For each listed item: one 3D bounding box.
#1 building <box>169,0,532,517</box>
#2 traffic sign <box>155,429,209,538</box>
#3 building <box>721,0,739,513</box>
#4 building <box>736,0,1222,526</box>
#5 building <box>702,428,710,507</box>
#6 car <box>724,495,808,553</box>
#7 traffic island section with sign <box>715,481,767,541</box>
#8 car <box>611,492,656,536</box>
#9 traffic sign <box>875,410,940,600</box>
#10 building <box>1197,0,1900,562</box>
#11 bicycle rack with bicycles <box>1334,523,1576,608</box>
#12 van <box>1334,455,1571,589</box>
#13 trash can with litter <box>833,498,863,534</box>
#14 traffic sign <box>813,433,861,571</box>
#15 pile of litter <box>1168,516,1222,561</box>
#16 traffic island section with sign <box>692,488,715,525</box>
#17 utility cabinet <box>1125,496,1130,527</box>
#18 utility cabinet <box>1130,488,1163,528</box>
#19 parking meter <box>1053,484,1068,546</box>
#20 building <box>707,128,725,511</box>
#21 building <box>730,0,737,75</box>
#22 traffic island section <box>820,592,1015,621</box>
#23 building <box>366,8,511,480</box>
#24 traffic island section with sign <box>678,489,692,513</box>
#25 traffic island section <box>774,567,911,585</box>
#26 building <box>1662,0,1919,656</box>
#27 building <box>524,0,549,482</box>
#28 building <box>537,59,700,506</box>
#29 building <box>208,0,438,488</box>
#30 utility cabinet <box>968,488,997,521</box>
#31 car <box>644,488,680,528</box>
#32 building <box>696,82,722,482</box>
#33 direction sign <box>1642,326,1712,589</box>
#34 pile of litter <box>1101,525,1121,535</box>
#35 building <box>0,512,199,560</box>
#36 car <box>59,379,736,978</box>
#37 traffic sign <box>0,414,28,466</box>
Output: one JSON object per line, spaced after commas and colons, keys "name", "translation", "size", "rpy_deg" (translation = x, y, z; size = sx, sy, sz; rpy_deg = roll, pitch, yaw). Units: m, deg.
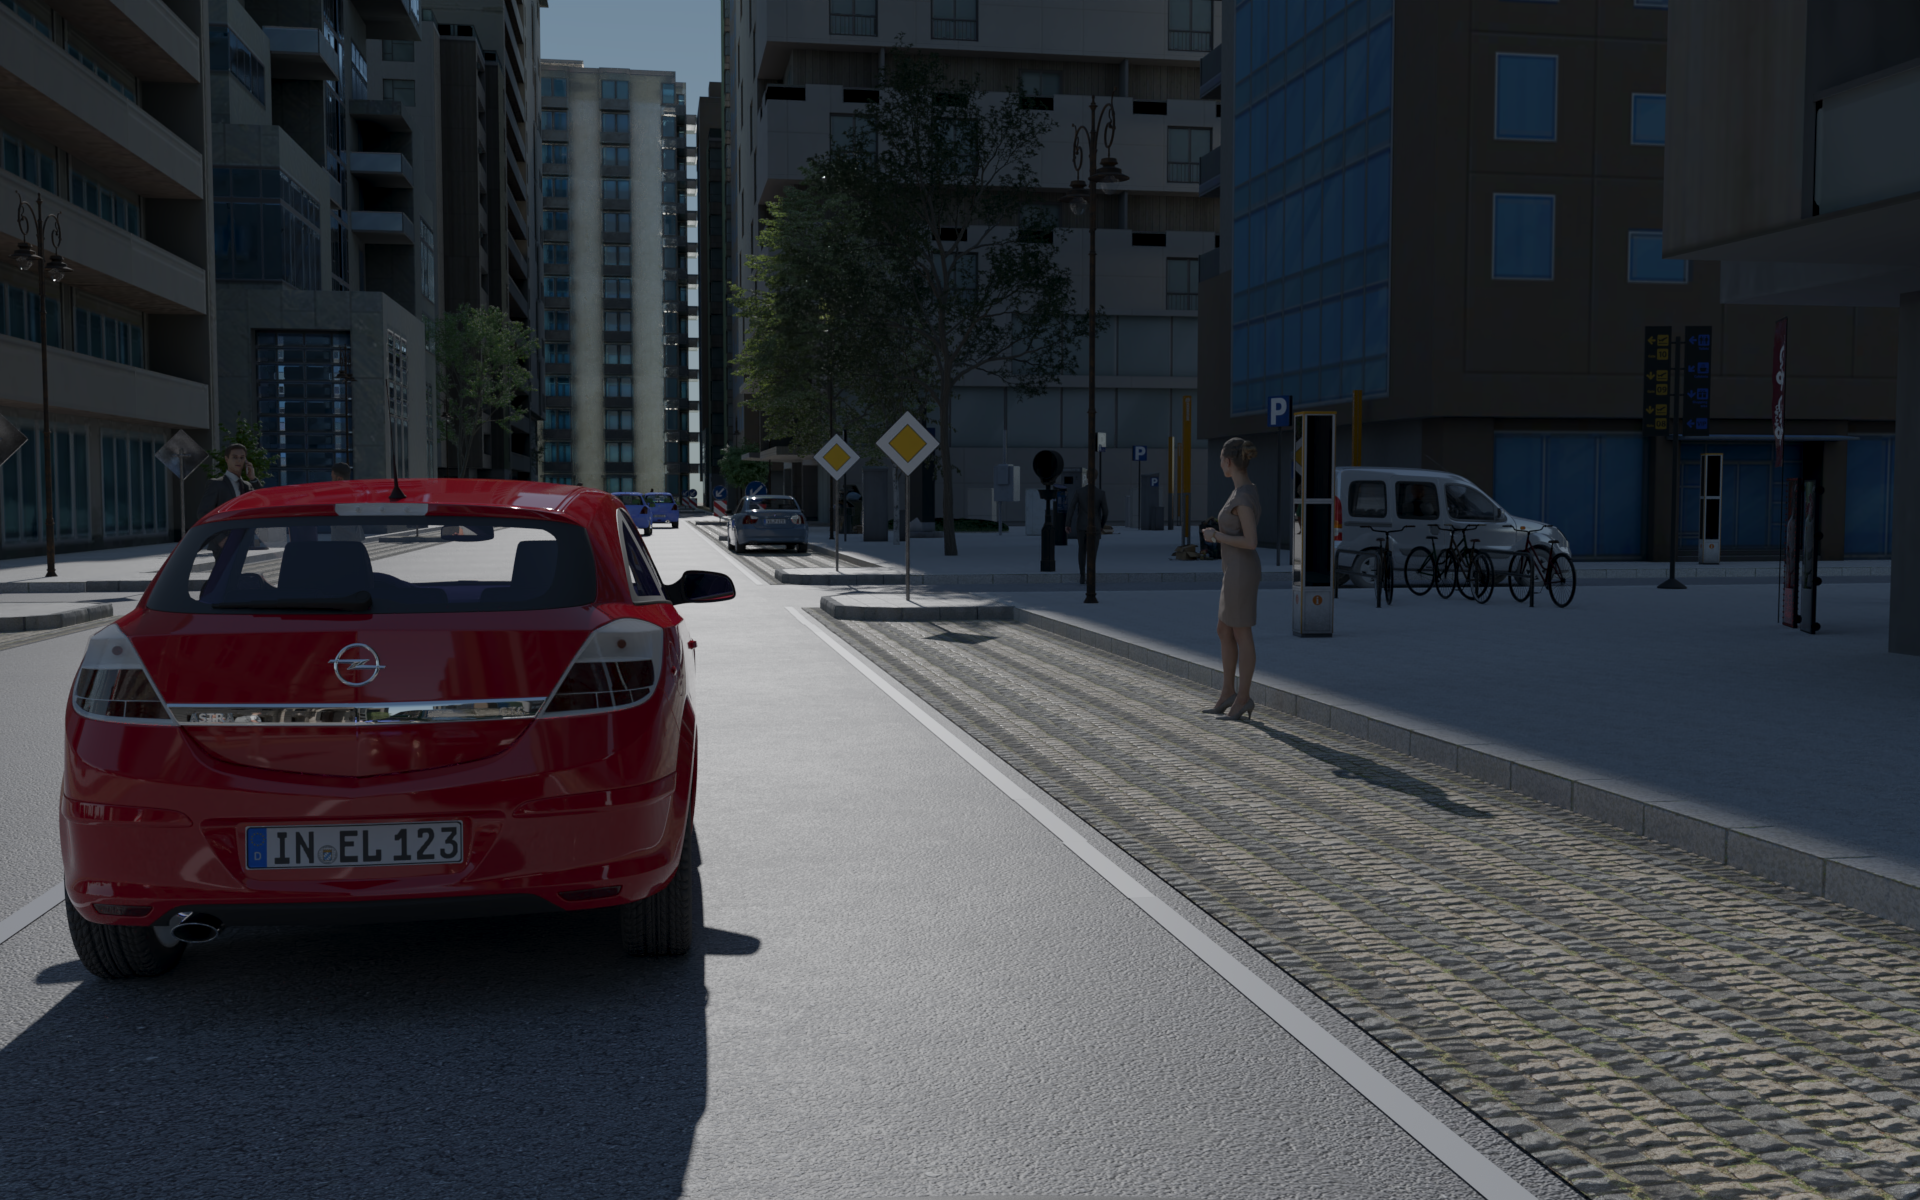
{"name": "building", "translation": [-42.471, -30.554, 123.258], "size": [21.300, 48.544, 21.600], "rpy_deg": [-1, 4, -10]}
{"name": "traffic sign", "translation": [-12.080, -1.424, 26.918], "size": [0.795, 2.450, 0.064], "rpy_deg": [-1, 4, -10]}
{"name": "building", "translation": [-10.366, -27.098, 126.641], "size": [14.154, 41.232, 14.086], "rpy_deg": [-1, 4, -10]}
{"name": "building", "translation": [3.617, -30.095, 81.295], "size": [28.713, 52.752, 27.495], "rpy_deg": [-1, 4, -10]}
{"name": "building", "translation": [-12.811, -52.003, 162.918], "size": [22.319, 86.520, 31.000], "rpy_deg": [-1, 4, -10]}
{"name": "car", "translation": [-4.817, -1.904, 43.139], "size": [2.014, 1.417, 4.499], "rpy_deg": [-1, 4, -11]}
{"name": "traffic island section with sign", "translation": [-6.421, -2.732, 53.302], "size": [1.989, 1.847, 2.006], "rpy_deg": [-1, 4, -10]}
{"name": "car", "translation": [-11.689, -3.135, 60.841], "size": [1.945, 1.707, 3.694], "rpy_deg": [-1, 4, -8]}
{"name": "traffic sign", "translation": [-0.632, -1.051, 20.831], "size": [0.795, 2.450, 0.064], "rpy_deg": [-1, 4, -10]}
{"name": "building", "translation": [14.319, -23.736, 38.203], "size": [14.200, 45.320, 14.600], "rpy_deg": [-1, 4, -10]}
{"name": "bicycle rack with bicycles", "translation": [5.679, -0.442, 20.614], "size": [2.852, 0.926, 2.925], "rpy_deg": [0, 4, -2]}
{"name": "van", "translation": [7.316, -1.204, 26.694], "size": [4.112, 2.044, 2.013], "rpy_deg": [-1, 4, -10]}
{"name": "trash can with litter", "translation": [-3.543, -2.706, 55.628], "size": [1.055, 1.170, 0.624], "rpy_deg": [-3, 5, -44]}
{"name": "traffic sign", "translation": [-2.042, -1.532, 28.691], "size": [0.795, 2.450, 0.064], "rpy_deg": [-1, 4, -10]}
{"name": "pile of litter", "translation": [4.653, -1.223, 33.968], "size": [1.719, 0.858, 1.176], "rpy_deg": [-3, 5, -42]}
{"name": "traffic island section with sign", "translation": [-11.223, -4.368, 80.038], "size": [1.989, 1.847, 2.006], "rpy_deg": [-1, 4, -10]}
{"name": "utility cabinet", "translation": [6.885, -3.394, 66.652], "size": [1.020, 1.237, 0.306], "rpy_deg": [-1, 4, -14]}
{"name": "utility cabinet", "translation": [6.962, -3.430, 64.756], "size": [1.173, 1.500, 0.318], "rpy_deg": [-1, 4, -11]}
{"name": "parking meter", "translation": [2.498, -2.125, 43.162], "size": [0.372, 1.533, 0.369], "rpy_deg": [0, 3, 0]}
{"name": "building", "translation": [-13.480, -22.583, 140.929], "size": [14.160, 30.474, 14.107], "rpy_deg": [-1, 4, -10]}
{"name": "building", "translation": [-7.494, -28.234, 111.744], "size": [14.600, 45.320, 14.200], "rpy_deg": [-1, 4, -10]}
{"name": "traffic island section", "translation": [-0.610, 0.084, 20.912], "size": [2.009, 0.180, 2.903], "rpy_deg": [-1, 4, -10]}
{"name": "building", "translation": [-35.627, -20.480, 106.548], "size": [14.160, 30.474, 14.107], "rpy_deg": [-1, 4, -10]}
{"name": "traffic island section with sign", "translation": [-19.999, -7.358, 128.933], "size": [1.989, 1.847, 2.006], "rpy_deg": [-1, 4, -10]}
{"name": "traffic island section", "translation": [-2.020, -0.397, 28.772], "size": [2.009, 0.180, 2.903], "rpy_deg": [-1, 4, -10]}
{"name": "building", "translation": [11.692, -19.808, 7.456], "size": [14.154, 41.232, 14.086], "rpy_deg": [-1, 4, -10]}
{"name": "building", "translation": [-51.996, -34.759, 157.548], "size": [27.495, 52.752, 28.713], "rpy_deg": [-1, 4, -10]}
{"name": "building", "translation": [-44.796, -35.109, 193.641], "size": [30.456, 49.044, 23.786], "rpy_deg": [-1, 4, -10]}
{"name": "building", "translation": [-32.087, -46.086, 66.184], "size": [22.319, 86.520, 31.000], "rpy_deg": [-1, 4, -10]}
{"name": "utility cabinet", "translation": [0.829, -3.421, 64.618], "size": [1.173, 1.500, 0.318], "rpy_deg": [3, 5, 40]}
{"name": "car", "translation": [-12.925, -3.943, 74.064], "size": [1.945, 1.707, 3.694], "rpy_deg": [-1, 4, -12]}
{"name": "building", "translation": [-21.798, -33.179, 192.582], "size": [14.200, 45.320, 14.600], "rpy_deg": [-1, 4, -10]}
{"name": "direction sign", "translation": [9.668, -1.921, 23.413], "size": [0.876, 3.537, 0.379], "rpy_deg": [0, 4, 3]}
{"name": "pile of litter", "translation": [4.384, -2.522, 55.204], "size": [1.719, 0.858, 1.176], "rpy_deg": [-1, 4, -20]}
{"name": "building", "translation": [-28.595, -25.045, 33.186], "size": [21.300, 48.544, 21.600], "rpy_deg": [-1, 4, -10]}
{"name": "car", "translation": [-1.939, 0.142, 6.716], "size": [2.155, 1.783, 4.494], "rpy_deg": [-1, 4, -9]}
{"name": "traffic sign", "translation": [-10.670, -0.943, 19.057], "size": [0.795, 2.450, 0.064], "rpy_deg": [-1, 4, -10]}
